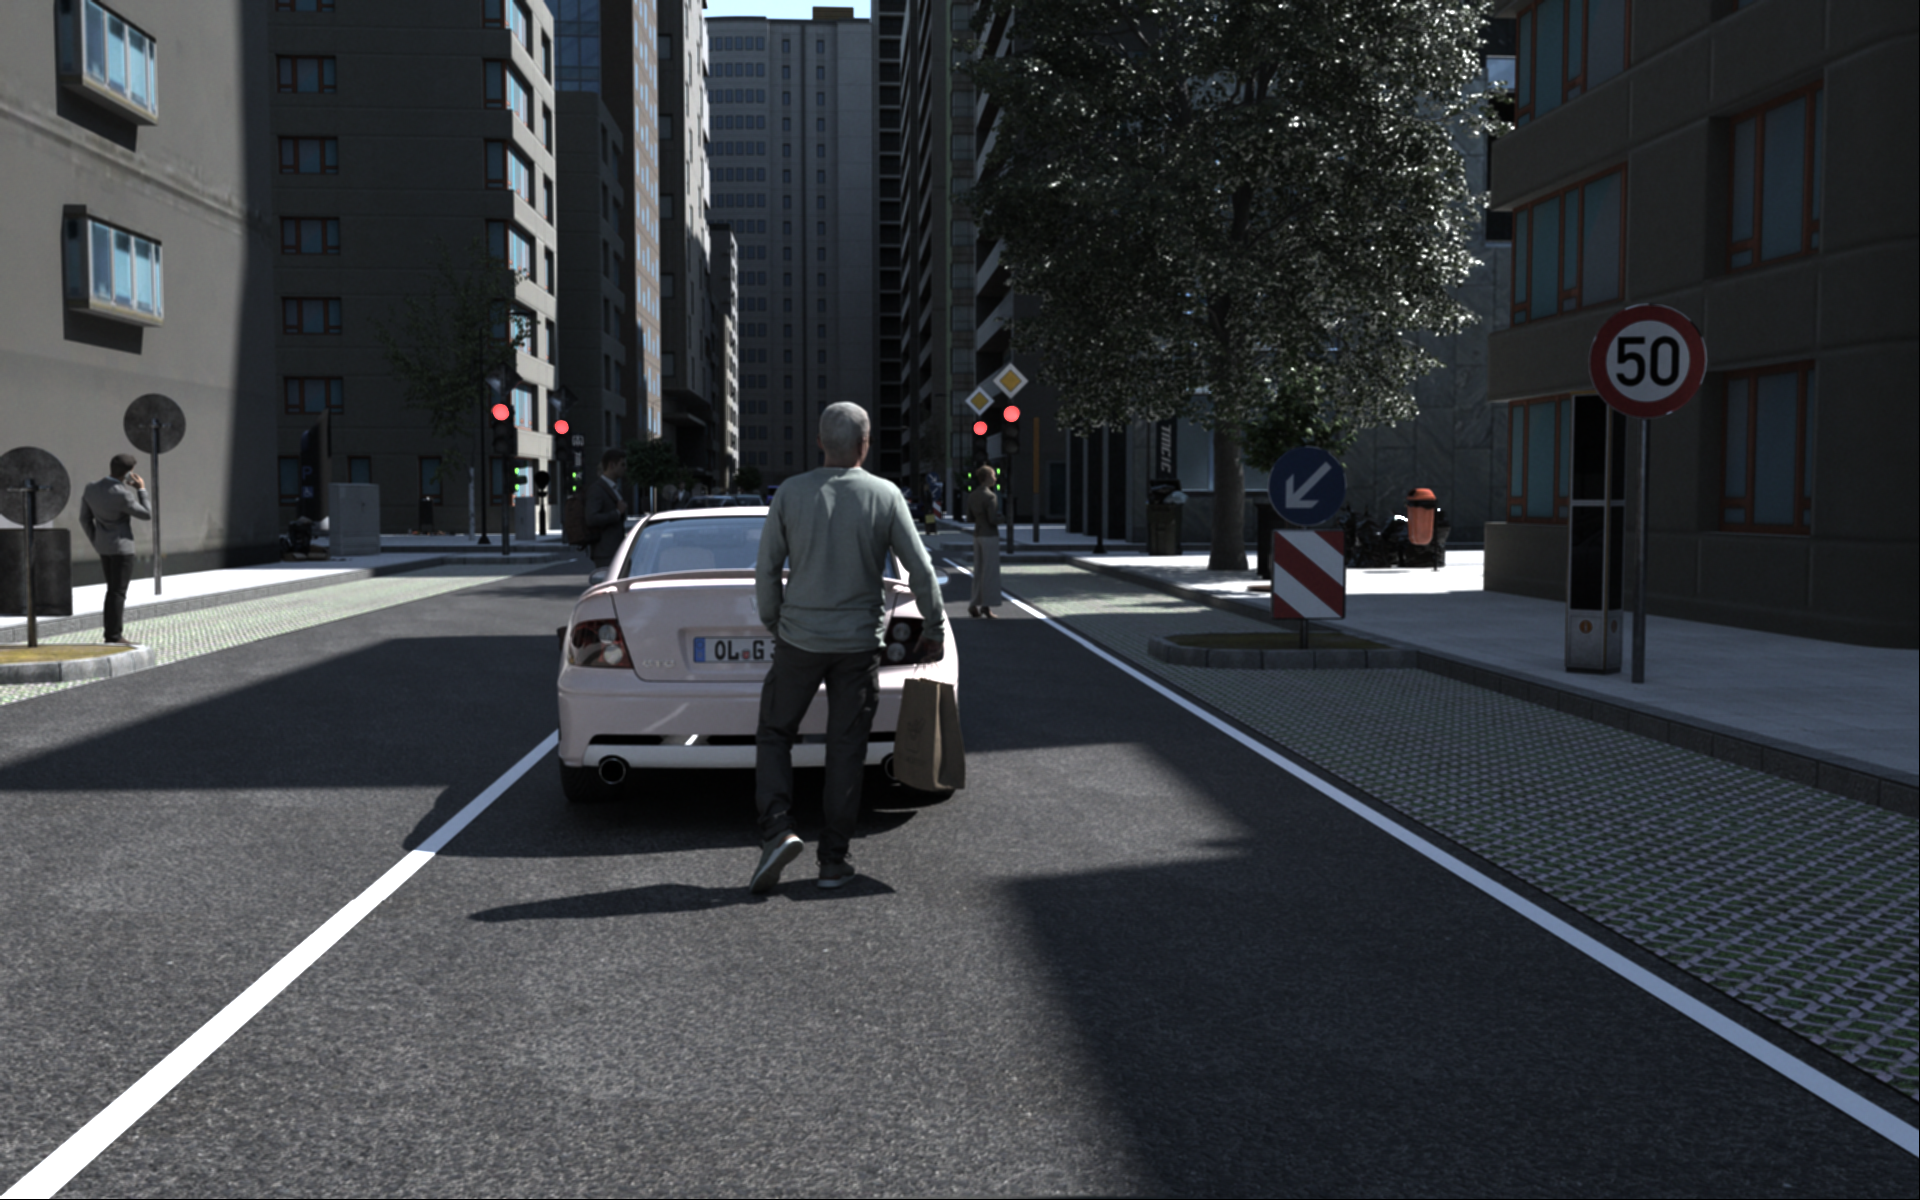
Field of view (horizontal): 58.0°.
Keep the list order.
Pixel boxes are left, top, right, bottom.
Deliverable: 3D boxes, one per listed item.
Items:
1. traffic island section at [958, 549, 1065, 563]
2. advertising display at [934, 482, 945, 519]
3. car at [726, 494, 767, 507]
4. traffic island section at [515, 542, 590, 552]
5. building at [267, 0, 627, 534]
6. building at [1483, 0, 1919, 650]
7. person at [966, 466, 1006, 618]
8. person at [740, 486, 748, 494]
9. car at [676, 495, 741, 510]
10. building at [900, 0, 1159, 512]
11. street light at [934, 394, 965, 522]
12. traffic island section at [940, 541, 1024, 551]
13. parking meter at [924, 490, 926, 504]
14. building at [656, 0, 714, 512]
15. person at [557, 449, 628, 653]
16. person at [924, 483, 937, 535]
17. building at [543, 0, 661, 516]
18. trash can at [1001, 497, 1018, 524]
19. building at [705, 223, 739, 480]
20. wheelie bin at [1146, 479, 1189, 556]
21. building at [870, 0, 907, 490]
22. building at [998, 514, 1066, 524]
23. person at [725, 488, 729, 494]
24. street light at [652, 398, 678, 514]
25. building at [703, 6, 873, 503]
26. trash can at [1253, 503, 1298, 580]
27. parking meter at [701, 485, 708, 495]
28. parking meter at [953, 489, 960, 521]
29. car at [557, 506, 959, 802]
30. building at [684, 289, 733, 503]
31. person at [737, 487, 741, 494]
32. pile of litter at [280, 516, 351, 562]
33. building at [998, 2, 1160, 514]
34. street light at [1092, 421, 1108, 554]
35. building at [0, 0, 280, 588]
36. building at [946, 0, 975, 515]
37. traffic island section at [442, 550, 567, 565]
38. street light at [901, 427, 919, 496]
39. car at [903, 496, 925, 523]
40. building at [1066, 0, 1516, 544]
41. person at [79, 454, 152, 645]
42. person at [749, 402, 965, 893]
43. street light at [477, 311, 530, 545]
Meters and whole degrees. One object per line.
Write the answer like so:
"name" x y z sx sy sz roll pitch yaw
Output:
"traffic island section" 1.097 -0.911 37.172 2.009 0.180 2.903 0 4 -4
"advertising display" -1.061 -5.176 89.840 0.123 1.923 0.974 -2 4 -30
"car" -6.846 -2.604 54.367 2.131 1.459 4.920 0 4 -6
"traffic island section" -10.138 -1.352 44.381 2.009 0.180 2.903 0 4 -4
"building" -28.947 -13.650 68.218 27.650 21.520 28.899 0 4 -4
"building" 21.807 -10.032 9.069 27.650 21.520 28.899 0 4 -4
"person" 0.327 -0.669 19.983 0.362 1.759 0.519 -3 4 -36
"person" -9.606 -4.167 76.972 0.623 1.781 0.721 0 3 0
"car" -6.812 -2.190 47.804 2.014 1.417 4.499 0 4 -4
"building" 5.556 -32.827 160.429 21.300 48.544 21.600 0 4 -4
"street light" -0.496 -6.586 80.217 1.470 5.913 1.316 0 4 -4
"traffic island section" 0.527 -1.398 45.137 2.009 0.180 2.903 0 4 -4
"parking meter" -1.982 -5.833 101.080 0.255 1.863 0.399 0 4 1
"building" -33.207 -33.131 130.928 28.713 52.752 27.495 0 4 -4
"person" -3.149 -0.422 15.369 0.822 1.834 0.622 0 4 -6
"person" -1.041 -3.181 60.719 0.699 1.804 1.509 1 4 14
"building" -26.437 -27.991 107.761 14.600 45.320 14.200 0 4 -4
"trash can" 2.099 -3.782 73.490 0.748 1.137 0.748 0 3 0
"building" -30.990 -25.343 186.057 14.107 30.474 14.160 0 4 -4
"wheelie bin" 4.295 -1.727 36.143 0.980 1.594 0.693 2 4 24
"building" -0.629 -47.452 214.096 20.611 71.187 20.563 0 4 -4
"building" 12.162 -28.179 84.435 21.300 48.544 21.600 0 4 -4
"person" -14.364 -6.020 107.146 0.641 1.798 0.478 0 4 -6
"street light" -14.305 -6.799 83.709 1.470 5.913 1.316 0 4 -4
"building" -24.990 -41.035 212.922 28.212 58.520 21.231 0 4 -4
"trash can" 4.779 -0.880 26.049 0.748 1.137 0.748 0 3 0
"parking meter" -16.983 -6.693 115.135 0.399 1.863 0.255 2 4 24
"parking meter" -0.149 -4.591 83.474 0.372 1.533 0.369 0 3 0
"car" -1.049 0.175 9.504 2.083 1.381 4.827 0 4 -5
"building" -35.785 -19.258 159.913 27.650 21.520 28.899 0 4 -4
"person" -11.612 -5.099 92.044 0.590 1.801 0.661 0 4 6
"pile of litter" -12.601 -1.177 33.207 1.719 0.858 1.176 0 4 -7
"building" 7.796 -31.515 138.974 21.300 48.544 21.600 0 4 -4
"street light" 2.477 -3.951 37.143 1.470 5.913 1.316 0 4 -4
"building" -22.495 -24.222 19.735 21.600 48.544 21.300 0 4 -4
"building" 6.016 -26.085 110.080 14.154 41.232 14.086 0 4 -4
"traffic island section" -9.568 -0.865 36.416 2.009 0.180 2.903 0 4 -4
"street light" -3.400 -8.999 119.669 1.470 5.913 1.316 0 4 -4
"car" -2.583 -4.499 86.146 1.945 1.354 3.894 0 4 -4
"building" 19.126 -45.370 54.473 31.000 86.520 22.319 0 4 -4
"person" -7.850 -0.456 16.132 0.592 1.802 0.473 3 4 36
"person" -0.374 0.163 6.326 0.782 1.767 0.515 0 4 -4
"street light" -11.598 -4.373 44.033 1.470 5.913 1.316 0 4 -4
